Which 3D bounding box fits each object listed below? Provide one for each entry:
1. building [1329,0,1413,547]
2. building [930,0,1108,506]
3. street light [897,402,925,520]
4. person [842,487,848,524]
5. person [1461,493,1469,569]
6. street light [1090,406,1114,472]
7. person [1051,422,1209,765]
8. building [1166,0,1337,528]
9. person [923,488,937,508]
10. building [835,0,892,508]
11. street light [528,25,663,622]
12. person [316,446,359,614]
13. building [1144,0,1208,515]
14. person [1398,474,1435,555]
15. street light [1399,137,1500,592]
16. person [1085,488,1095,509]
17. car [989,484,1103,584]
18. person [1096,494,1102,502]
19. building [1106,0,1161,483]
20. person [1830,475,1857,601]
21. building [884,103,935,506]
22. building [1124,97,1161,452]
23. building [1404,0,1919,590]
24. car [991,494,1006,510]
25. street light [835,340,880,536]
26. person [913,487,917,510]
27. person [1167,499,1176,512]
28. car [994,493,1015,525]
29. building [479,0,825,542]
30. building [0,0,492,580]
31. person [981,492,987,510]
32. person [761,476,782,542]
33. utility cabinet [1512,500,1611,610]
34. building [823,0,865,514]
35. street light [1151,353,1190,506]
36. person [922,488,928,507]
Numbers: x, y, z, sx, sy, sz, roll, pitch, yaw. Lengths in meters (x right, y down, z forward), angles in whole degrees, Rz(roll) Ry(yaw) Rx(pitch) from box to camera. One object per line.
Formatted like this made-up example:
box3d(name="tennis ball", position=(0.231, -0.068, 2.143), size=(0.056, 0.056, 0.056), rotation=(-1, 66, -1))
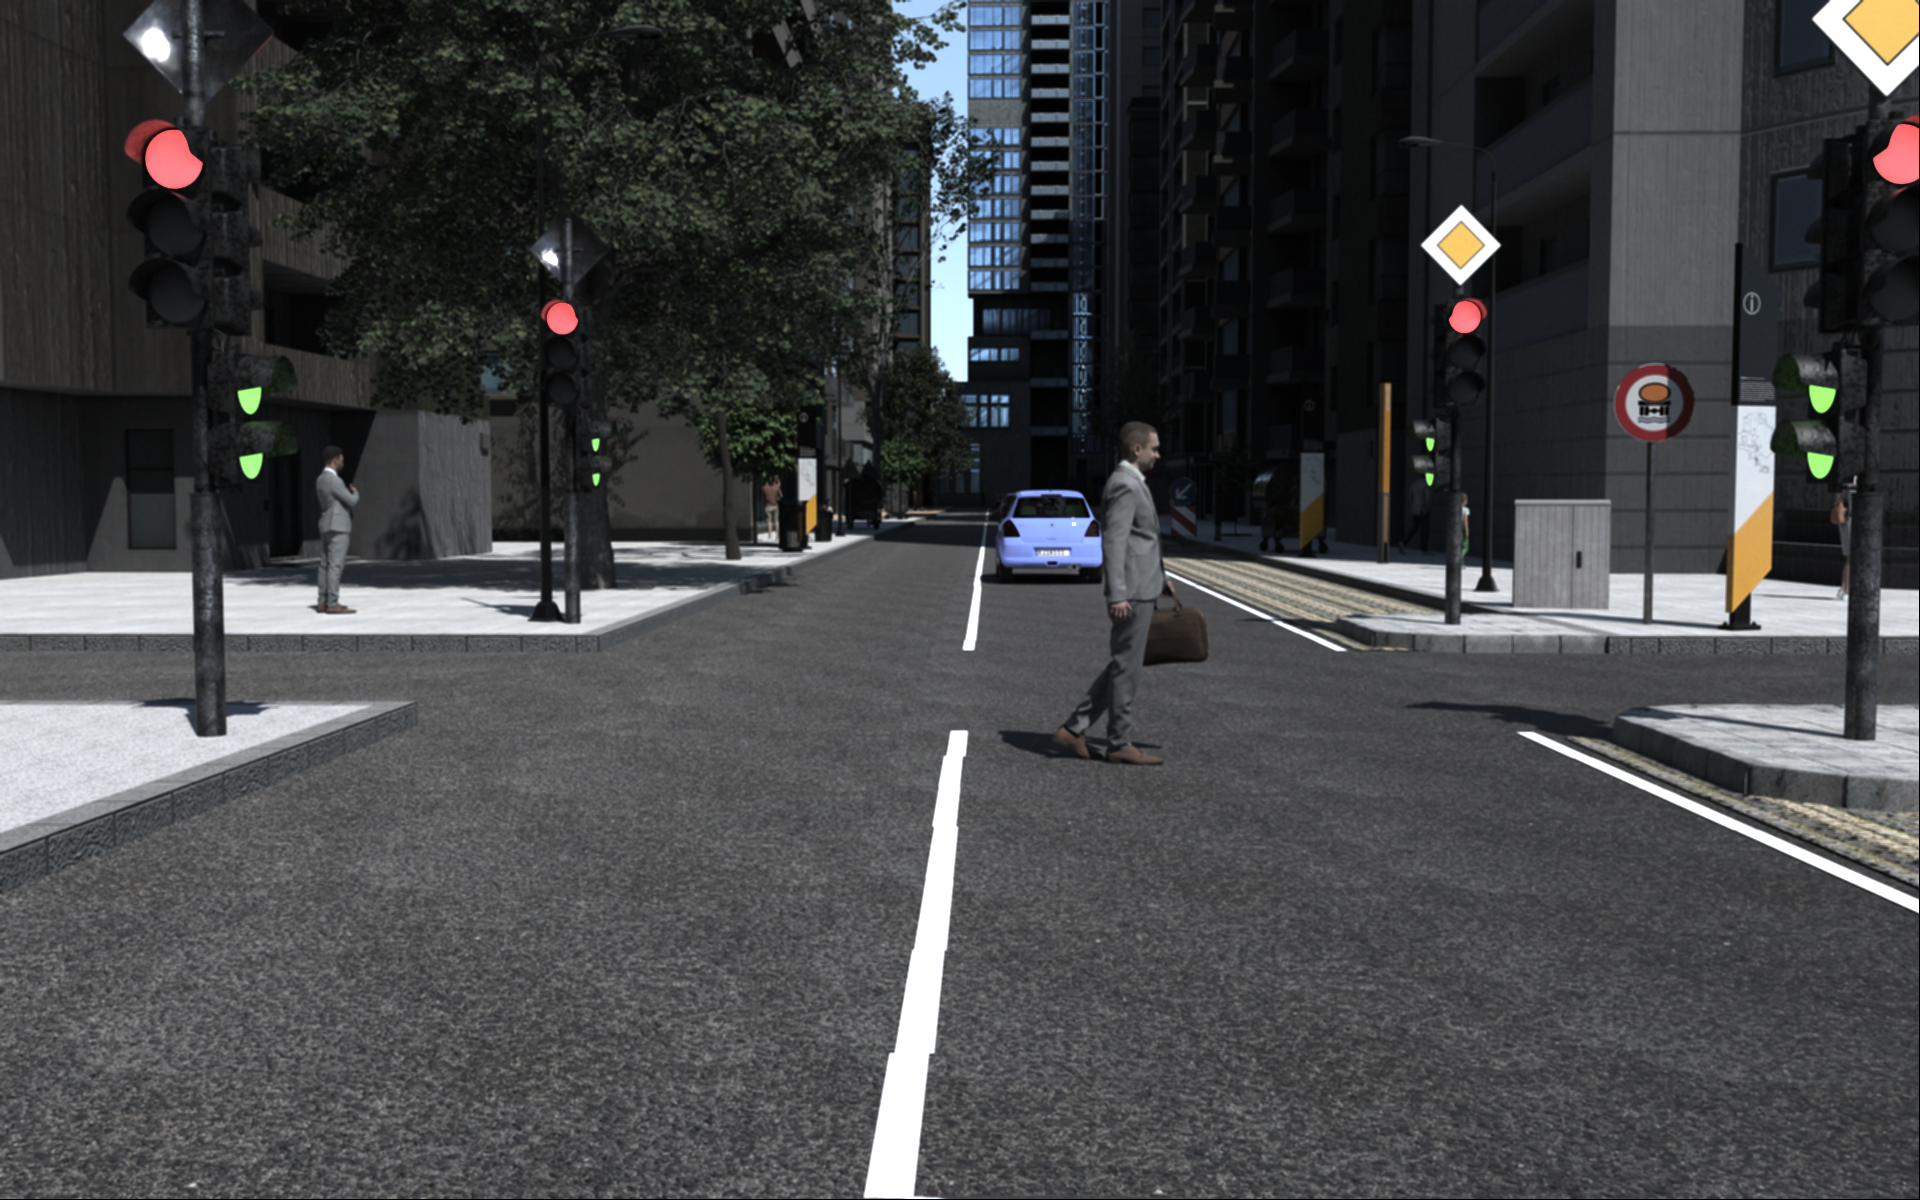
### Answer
box3d(name="building", position=(17.218, -16.895, 47.937), size=(14.160, 30.474, 14.107), rotation=(0, 4, 1))
box3d(name="building", position=(12.554, -53.540, 188.044), size=(31.000, 86.520, 22.319), rotation=(0, 4, 1))
box3d(name="street light", position=(-2.457, -7.001, 87.002), size=(1.470, 5.913, 1.316), rotation=(0, 4, 1))
box3d(name="person", position=(-4.900, -4.087, 73.443), size=(0.524, 1.755, 0.480), rotation=(1, 4, 14))
box3d(name="person", position=(8.497, -1.169, 29.398), size=(0.306, 1.304, 0.590), rotation=(2, 4, 35))
box3d(name="street light", position=(7.609, -7.302, 91.927), size=(1.470, 5.913, 1.316), rotation=(0, 4, 1))
box3d(name="person", position=(0.914, -0.035, 9.195), size=(0.853, 1.813, 0.709), rotation=(0, 4, 3))
box3d(name="building", position=(21.487, -25.825, 76.863), size=(22.147, 44.769, 28.867), rotation=(0, 4, 1))
box3d(name="person", position=(-2.677, -9.105, 154.850), size=(1.348, 1.831, 0.705), rotation=(0, 4, 6))
box3d(name="building", position=(-19.576, -34.319, 150.362), size=(27.495, 52.752, 28.713), rotation=(0, 4, 1))
box3d(name="street light", position=(-3.642, -2.740, 17.338), size=(1.470, 5.913, 1.316), rotation=(0, 4, 1))
box3d(name="person", position=(-6.690, -0.762, 18.684), size=(0.511, 1.800, 0.466), rotation=(3, 4, 38))
box3d(name="building", position=(21.889, -41.131, 110.741), size=(20.563, 71.187, 20.611), rotation=(0, 4, 1))
box3d(name="person", position=(9.661, -1.873, 36.512), size=(0.795, 1.843, 0.661), rotation=(-2, 4, -23))
box3d(name="street light", position=(6.408, -3.068, 22.696), size=(1.470, 5.913, 1.316), rotation=(0, 4, 1))
box3d(name="person", position=(11.431, -8.981, 152.974), size=(0.705, 1.812, 1.348), rotation=(3, 5, 39))
box3d(name="car", position=(1.455, -1.188, 29.008), size=(1.945, 1.707, 3.694), rotation=(0, 3, 0))
box3d(name="person", position=(14.135, -10.007, 172.210), size=(1.348, 1.812, 0.705), rotation=(-1, 4, -9))
box3d(name="building", position=(23.287, -37.179, 149.879), size=(21.231, 58.520, 28.212), rotation=(0, 4, 1))
box3d(name="person", position=(10.747, -0.846, 20.878), size=(0.522, 1.701, 0.512), rotation=(-1, 4, -13))
box3d(name="building", position=(-17.385, -32.699, 189.253), size=(28.867, 44.769, 22.147), rotation=(0, 4, 1))
box3d(name="building", position=(19.139, -21.881, 129.459), size=(14.160, 30.474, 14.107), rotation=(0, 4, 1))
box3d(name="building", position=(24.424, -29.866, 30.310), size=(28.212, 58.520, 21.231), rotation=(0, 4, 1))
box3d(name="car", position=(3.896, -9.279, 161.933), size=(2.015, 1.641, 3.980), rotation=(0, 4, 0))
box3d(name="street light", position=(-3.101, -4.887, 52.437), size=(1.470, 5.913, 1.316), rotation=(0, 4, 1))
box3d(name="person", position=(-3.668, -8.341, 142.417), size=(0.705, 1.824, 1.348), rotation=(-1, 4, -15))
box3d(name="person", position=(9.928, -4.275, 80.961), size=(0.505, 1.210, 0.382), rotation=(1, 4, 14))
box3d(name="car", position=(2.421, -3.602, 67.936), size=(2.155, 1.783, 4.494), rotation=(0, 4, 2))
box3d(name="building", position=(-16.070, -26.419, 55.657), size=(21.300, 48.544, 21.600), rotation=(0, 4, 1))
box3d(name="building", position=(-17.422, -15.824, 30.422), size=(14.160, 30.474, 14.107), rotation=(0, 4, 1))
box3d(name="person", position=(2.169, -8.853, 154.712), size=(0.593, 1.643, 0.415), rotation=(0, 4, -3))
box3d(name="person", position=(-5.053, -2.498, 46.859), size=(0.573, 1.828, 0.580), rotation=(2, 4, 26))
box3d(name="utility cabinet", position=(6.759, -0.509, 19.477), size=(1.020, 1.237, 0.306), rotation=(1, 4, 18))
box3d(name="building", position=(-18.375, -29.812, 107.033), size=(23.786, 49.044, 30.456), rotation=(0, 4, 1))
box3d(name="street light", position=(6.982, -5.174, 57.139), size=(1.470, 5.913, 1.316), rotation=(0, 4, 1))
box3d(name="person", position=(-3.543, -9.771, 165.432), size=(1.348, 1.869, 0.705), rotation=(-1, 4, -12))
